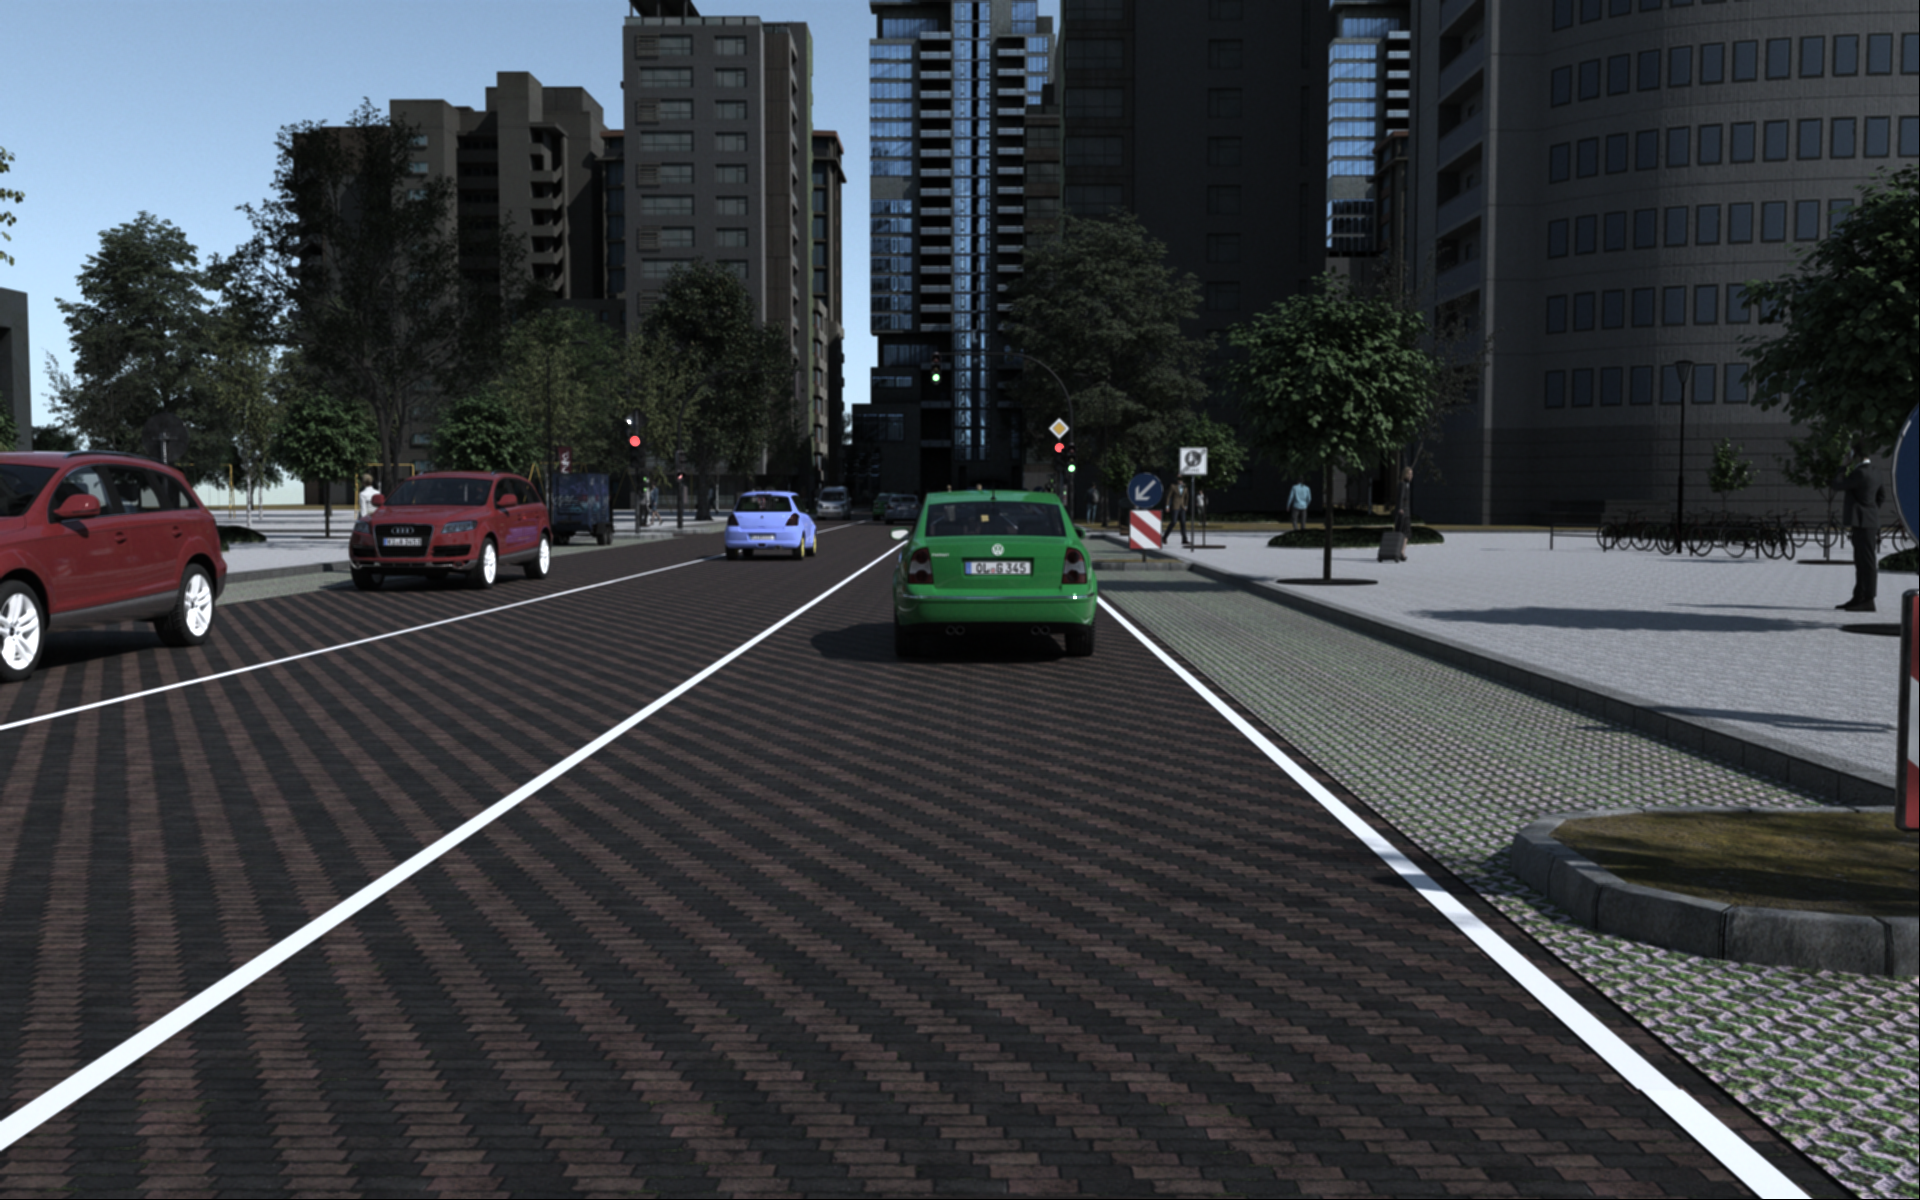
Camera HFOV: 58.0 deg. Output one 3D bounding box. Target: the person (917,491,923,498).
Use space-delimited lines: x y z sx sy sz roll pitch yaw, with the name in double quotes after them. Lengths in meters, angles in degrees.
-5.013 -11.984 204.448 1.348 1.822 0.705 2 4 24 "person"

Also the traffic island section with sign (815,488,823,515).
-9.486 -6.653 117.410 1.989 1.847 2.006 0 4 1 "traffic island section with sign"

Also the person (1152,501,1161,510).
9.652 -4.801 84.780 0.529 1.795 0.600 0 4 -2 "person"

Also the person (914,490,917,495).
-4.399 -9.803 168.745 0.705 1.831 1.348 -2 4 -28 "person"

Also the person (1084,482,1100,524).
5.682 -4.166 74.508 0.623 1.781 0.721 0 4 -5 "person"

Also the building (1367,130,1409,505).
63.358 -33.500 202.356 28.867 44.769 22.147 0 4 1 "building"

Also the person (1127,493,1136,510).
8.163 -4.639 81.861 0.822 1.834 0.622 -2 4 -28 "person"

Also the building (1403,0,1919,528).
35.468 -32.511 73.561 28.212 58.520 21.231 0 4 1 "building"

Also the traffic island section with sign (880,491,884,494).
-8.698 -11.295 193.303 1.989 1.847 2.006 0 4 1 "traffic island section with sign"

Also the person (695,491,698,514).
-15.674 -6.051 105.071 0.767 1.812 0.694 3 5 44 "person"

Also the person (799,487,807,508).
-11.668 -7.526 129.059 0.573 1.828 0.580 0 4 6 "person"

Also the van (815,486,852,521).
-6.870 -5.352 94.516 2.013 2.044 4.112 0 4 1 "van"

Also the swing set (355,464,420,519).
-30.006 -5.701 90.826 3.119 2.851 2.862 -1 4 -15 "swing set"

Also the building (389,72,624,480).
-52.717 -35.475 203.722 21.600 48.544 21.300 0 4 1 "building"

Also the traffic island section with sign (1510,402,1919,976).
3.069 0.158 6.053 1.989 1.847 2.006 0 4 1 "traffic island section with sign"

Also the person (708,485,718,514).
-15.644 -6.305 109.223 0.850 1.850 0.679 1 4 13 "person"

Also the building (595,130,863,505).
-26.530 -33.516 202.614 28.867 44.769 22.147 0 4 1 "building"

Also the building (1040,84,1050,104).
15.084 -30.125 176.138 14.154 41.232 14.086 0 4 1 "building"

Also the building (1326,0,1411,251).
60.479 -56.257 232.475 31.000 86.520 22.319 0 4 1 "building"

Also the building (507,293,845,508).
-26.140 -19.748 167.917 27.650 21.520 28.899 0 4 1 "building"

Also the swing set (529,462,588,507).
-20.000 -5.407 86.023 3.119 2.851 2.862 1 4 20 "swing set"

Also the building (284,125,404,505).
-70.586 -34.057 206.949 14.200 45.320 14.600 0 4 1 "building"

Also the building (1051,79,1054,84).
20.068 -35.380 198.078 23.786 49.044 30.456 0 4 1 "building"

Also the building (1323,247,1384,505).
41.839 -26.604 206.679 14.107 30.474 14.160 0 4 1 "building"

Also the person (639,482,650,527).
-12.374 -3.764 67.761 0.473 1.802 0.592 1 4 17 "person"

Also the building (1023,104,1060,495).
11.764 -22.020 131.727 14.160 30.474 14.107 0 4 1 "building"

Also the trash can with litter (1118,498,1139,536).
5.213 -2.583 53.618 0.624 1.170 1.055 0 4 7 "trash can with litter"

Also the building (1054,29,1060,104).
15.943 -31.288 161.668 14.600 45.320 14.200 0 4 1 "building"

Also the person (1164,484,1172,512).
10.892 -5.166 90.597 0.616 1.811 0.778 -2 4 -24 "person"

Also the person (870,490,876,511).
-7.455 -8.538 148.174 0.705 1.814 1.350 1 4 15 "person"

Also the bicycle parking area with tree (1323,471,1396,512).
32.476 -8.961 133.522 8.231 4.147 9.016 1 4 11 "bicycle parking area with tree"

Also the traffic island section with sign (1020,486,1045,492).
3.939 -4.939 89.380 1.989 1.847 2.006 0 4 1 "traffic island section with sign"

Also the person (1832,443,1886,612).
9.818 -0.829 18.964 0.474 1.900 0.648 3 4 36 "person"

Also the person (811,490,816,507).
-12.120 -8.373 144.413 0.593 1.643 0.415 -2 4 -26 "person"

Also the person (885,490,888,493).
-7.500 -10.243 175.988 1.348 1.823 0.705 2 4 35 "person"

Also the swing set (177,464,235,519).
-39.825 -5.697 90.758 3.119 2.851 2.862 -1 4 -18 "swing set"

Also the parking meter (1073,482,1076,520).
5.583 -4.920 86.151 0.255 1.863 0.399 1 4 21 "parking meter"

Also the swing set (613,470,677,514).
-20.477 -6.974 111.651 2.862 2.851 3.119 2 4 28 "swing set"

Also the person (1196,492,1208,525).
10.070 -3.876 72.009 0.503 1.515 0.523 0 4 -5 "person"

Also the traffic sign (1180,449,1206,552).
5.142 -2.210 38.269 0.606 2.300 0.079 0 4 5 "traffic sign"

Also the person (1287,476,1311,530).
9.809 -2.691 50.059 0.660 1.820 0.620 0 4 -7 "person"

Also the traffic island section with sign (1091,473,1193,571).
3.356 -1.496 33.086 1.989 1.847 2.006 0 4 1 "traffic island section with sign"

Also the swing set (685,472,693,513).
-20.012 -7.531 120.751 3.119 2.851 2.862 0 4 -5 "swing set"

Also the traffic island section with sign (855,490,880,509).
-8.982 -9.614 165.821 1.989 1.847 2.006 0 4 1 "traffic island section with sign"

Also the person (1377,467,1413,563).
8.319 -1.635 32.991 0.699 1.804 1.509 3 4 38 "person"

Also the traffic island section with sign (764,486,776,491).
-9.785 -4.944 89.467 1.989 1.847 2.006 0 4 1 "traffic island section with sign"

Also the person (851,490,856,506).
-11.290 -10.795 183.086 0.434 1.755 0.990 2 4 27 "person"

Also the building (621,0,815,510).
-19.981 -28.269 145.798 14.154 41.232 14.086 0 4 1 "building"

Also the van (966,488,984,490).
1.456 -9.898 166.213 2.240 2.365 5.245 0 4 -1 "van"

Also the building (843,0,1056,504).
-0.084 -56.276 232.779 31.000 86.520 22.319 0 4 1 "building"

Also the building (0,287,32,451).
-45.441 -44.622 42.239 31.000 86.520 22.319 0 4 1 "building"

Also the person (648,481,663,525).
-12.474 -3.965 70.901 0.654 1.822 0.581 -1 4 -15 "person"

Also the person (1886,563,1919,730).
5.409 -0.183 9.223 0.728 1.800 0.709 0 4 4 "person"

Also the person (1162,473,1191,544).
5.534 -2.346 44.306 0.836 1.842 0.656 2 4 34 "person"

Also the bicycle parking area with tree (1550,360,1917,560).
18.005 -3.126 38.104 8.231 4.147 9.016 0 4 -7 "bicycle parking area with tree"

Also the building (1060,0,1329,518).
12.589 -25.345 97.993 14.154 41.232 14.086 0 4 1 "building"

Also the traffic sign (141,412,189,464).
-12.427 -1.650 27.086 0.768 2.556 0.104 0 4 4 "traffic sign"

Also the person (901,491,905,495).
-6.177 -10.985 188.134 1.348 1.821 0.705 2 4 35 "person"
